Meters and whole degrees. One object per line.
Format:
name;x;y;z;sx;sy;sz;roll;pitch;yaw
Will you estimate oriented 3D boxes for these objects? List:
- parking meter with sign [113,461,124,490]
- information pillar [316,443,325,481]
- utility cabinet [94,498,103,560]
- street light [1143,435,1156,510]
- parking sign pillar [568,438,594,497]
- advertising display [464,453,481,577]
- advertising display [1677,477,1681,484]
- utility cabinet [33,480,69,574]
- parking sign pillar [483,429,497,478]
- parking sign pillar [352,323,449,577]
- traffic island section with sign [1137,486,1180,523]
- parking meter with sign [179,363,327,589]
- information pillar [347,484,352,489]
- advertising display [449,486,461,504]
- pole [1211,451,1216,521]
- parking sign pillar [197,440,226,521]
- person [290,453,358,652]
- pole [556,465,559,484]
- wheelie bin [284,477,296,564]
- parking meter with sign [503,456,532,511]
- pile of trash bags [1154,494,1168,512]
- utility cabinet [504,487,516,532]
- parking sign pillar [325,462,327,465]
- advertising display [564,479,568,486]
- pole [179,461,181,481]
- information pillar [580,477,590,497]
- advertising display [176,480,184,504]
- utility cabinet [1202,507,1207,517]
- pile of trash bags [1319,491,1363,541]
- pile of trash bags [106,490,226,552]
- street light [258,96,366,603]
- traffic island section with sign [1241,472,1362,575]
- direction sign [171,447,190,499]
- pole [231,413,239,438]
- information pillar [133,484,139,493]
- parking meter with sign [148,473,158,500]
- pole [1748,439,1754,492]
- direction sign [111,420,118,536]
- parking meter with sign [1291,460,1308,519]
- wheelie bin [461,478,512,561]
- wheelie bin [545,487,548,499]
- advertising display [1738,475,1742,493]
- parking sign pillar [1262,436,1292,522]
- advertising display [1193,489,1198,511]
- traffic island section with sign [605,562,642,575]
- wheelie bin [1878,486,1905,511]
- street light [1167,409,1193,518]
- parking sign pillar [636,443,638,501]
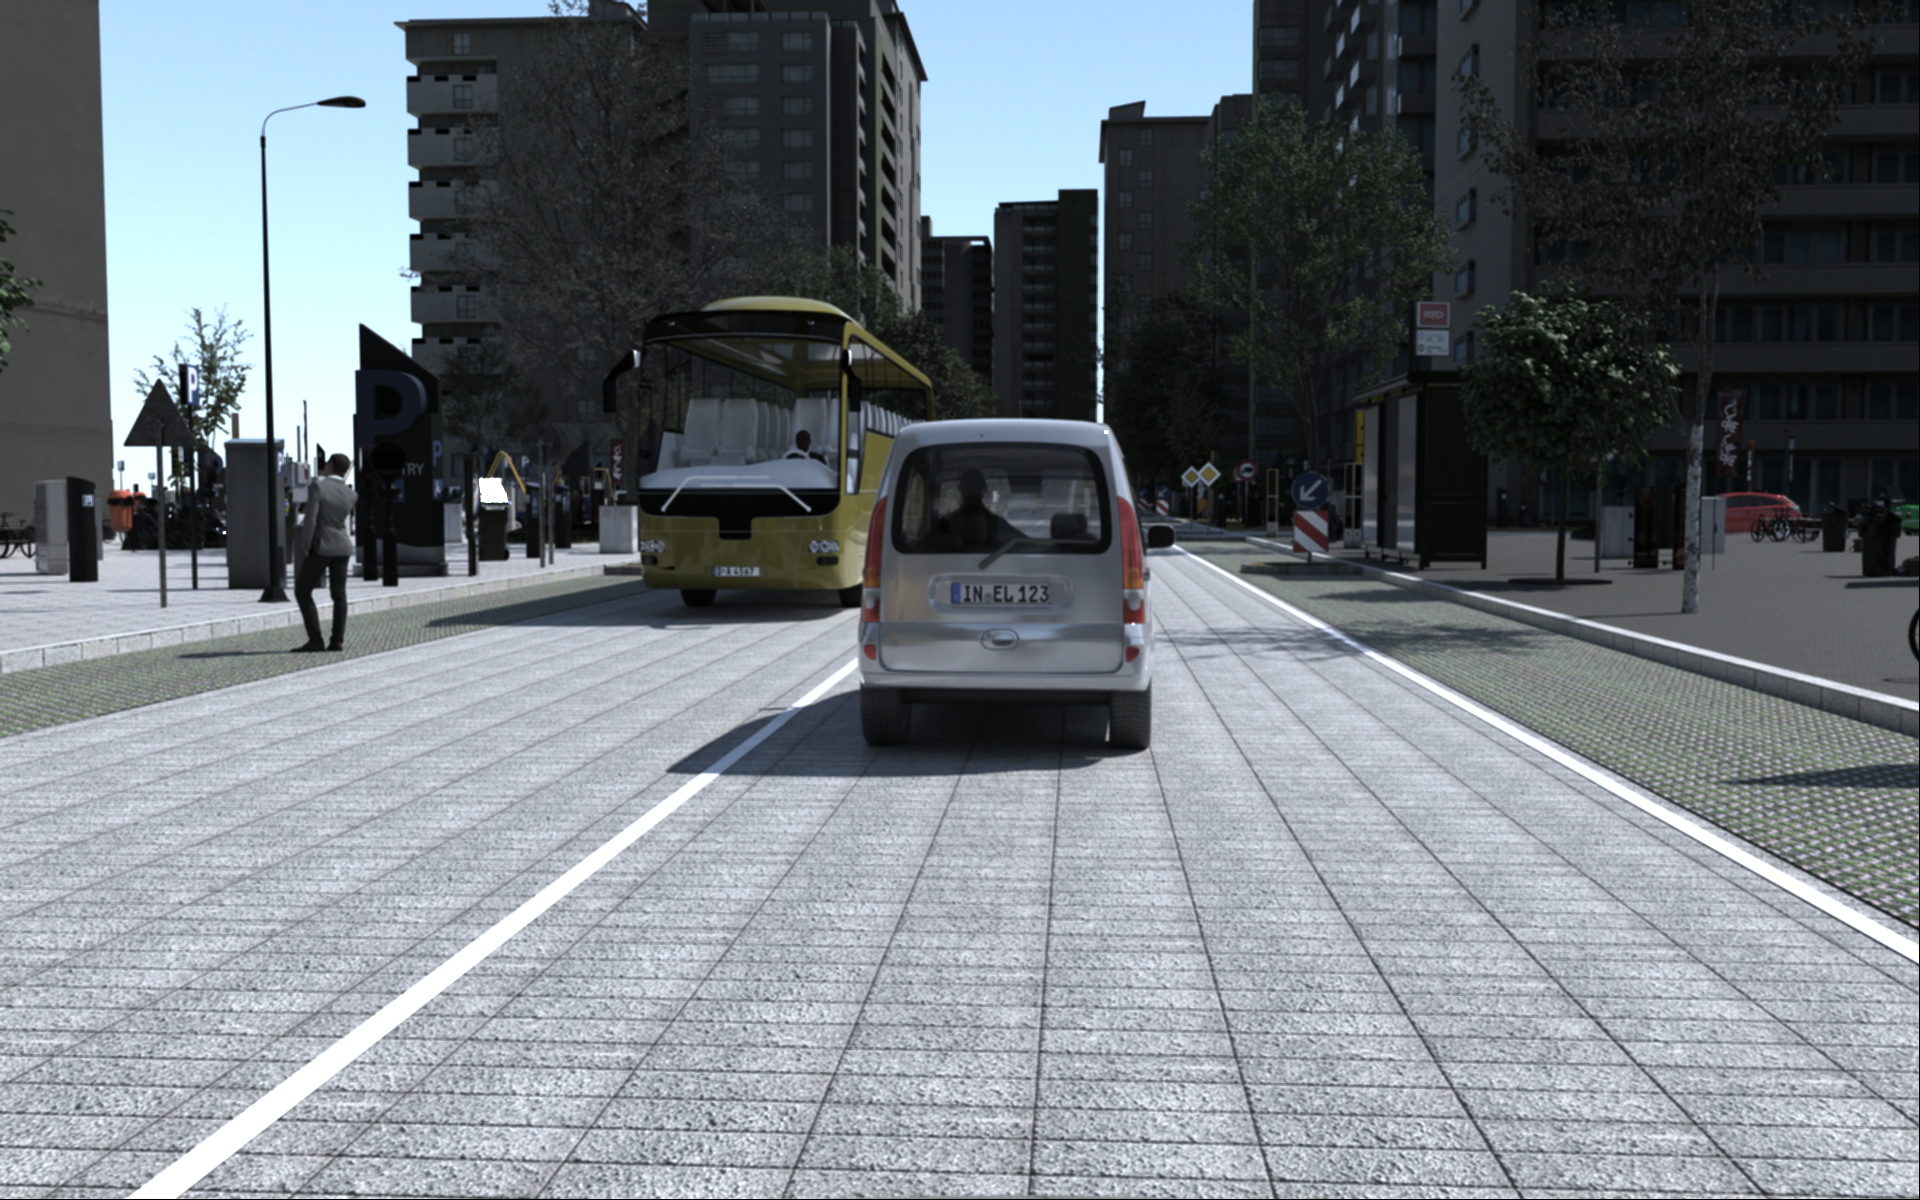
parking meter with sign;-44.099;-5.697;89.400;0.543;3.016;1.738;3;4;37
information pillar;-29.188;-5.370;79.148;0.183;3.616;0.504;1;4;21
utility cabinet;-16.973;-1.394;33.956;0.306;1.237;1.020;-2;4;-27
street light;14.699;-9.990;135.879;1.470;5.913;1.316;0;4;4
parking sign pillar;-18.488;-5.871;84.458;1.447;3.967;1.447;2;4;31
advertising display;-7.687;-1.353;27.334;0.123;1.923;0.974;-1;4;-9
advertising display;26.762;-3.628;64.537;0.123;1.923;0.974;2;4;24
utility cabinet;-14.577;-1.166;27.739;0.318;1.500;1.173;-3;4;-36
parking sign pillar;-19.390;-5.081;71.552;1.447;3.967;1.447;-1;4;-18
parking sign pillar;-8.828;-2.370;27.227;1.447;3.967;1.447;0;4;8
traffic island section with sign;9.881;-4.720;85.802;1.989;1.847;2.006;0;4;4
parking meter with sign;-9.555;-1.666;23.499;1.738;3.016;0.543;0;4;-7
information pillar;-45.191;-7.574;128.324;0.304;2.012;0.304;-2;4;-33
advertising display;-40.191;-8.113;137.855;0.974;1.923;0.123;0;4;-3
pole;11.881;-5.344;81.222;0.158;3.312;0.155;0;3;0
parking sign pillar;-36.142;-5.822;83.667;1.447;3.967;1.447;2;4;24
person;-5.761;-0.429;15.697;0.592;1.802;0.473;-3;5;-44
pole;-26.512;-7.361;114.189;0.158;3.312;0.155;0;3;0
wheelie bin;-12.580;-1.449;31.604;0.980;1.594;0.693;1;4;13
parking meter with sign;-20.181;-5.101;79.663;0.543;3.016;1.738;2;4;26
pile of trash bags;15.557;-7.102;125.869;3.447;1.369;1.912;3;5;43
utility cabinet;-14.672;-2.819;54.772;1.173;1.500;0.318;1;4;9
parking sign pillar;-48.579;-8.884;133.732;1.447;3.967;1.447;-1;4;-18
advertising display;-16.855;-4.217;74.164;0.123;1.923;0.974;-1;4;-14
pole;-48.716;-7.002;108.319;0.158;3.312;0.155;0;3;0
information pillar;-16.051;-4.260;74.135;0.304;2.012;0.304;-3;4;-36
advertising display;-37.086;-4.718;82.349;0.123;1.923;0.974;-1;4;-10
utility cabinet;13.806;-5.269;94.820;1.173;1.500;0.318;-1;4;-9
pile of trash bags;11.012;-2.404;49.055;1.912;1.369;3.447;1;4;23
pile of trash bags;-18.366;-1.834;39.741;1.912;1.369;3.447;0;4;7
street light;-7.630;-2.928;20.407;1.470;5.913;1.316;0;4;4
traffic island section with sign;6.137;-1.391;31.371;1.989;1.847;2.006;0;4;4
direction sign;-35.577;-5.332;79.172;0.876;3.537;0.379;0;4;-1
pole;-18.203;-3.042;43.580;0.158;3.312;0.155;0;3;0
information pillar;-58.586;-7.258;123.152;0.304;2.012;0.304;-3;5;-40
parking meter with sign;-65.307;-8.832;140.671;0.543;3.016;1.738;0;4;-5
pole;29.335;-4.308;64.283;0.158;3.312;0.155;0;3;0
direction sign;-26.081;-3.736;53.076;0.379;3.537;0.876;-3;5;-43
parking meter with sign;17.627;-5.720;89.779;0.543;3.016;1.738;-1;4;-13
wheelie bin;-9.130;-1.552;33.285;0.693;1.594;0.980;3;5;44
wheelie bin;-17.985;-4.079;74.605;0.693;1.594;0.980;-3;5;-41
advertising display;26.853;-3.329;59.651;0.123;1.923;0.974;2;4;25
parking sign pillar;14.721;-5.626;80.463;1.447;3.967;1.447;1;4;9
advertising display;15.946;-6.724;115.156;0.974;1.923;0.123;0;4;-7
traffic island section with sign;-5.164;-1.380;31.187;1.989;1.847;2.006;0;4;4
wheelie bin;35.582;-3.567;66.221;0.980;1.594;0.693;-1;4;-9
street light;11.963;-7.443;94.240;1.470;5.913;1.316;0;4;4
parking sign pillar;-11.270;-4.553;62.914;1.447;3.967;1.447;-3;4;-36
